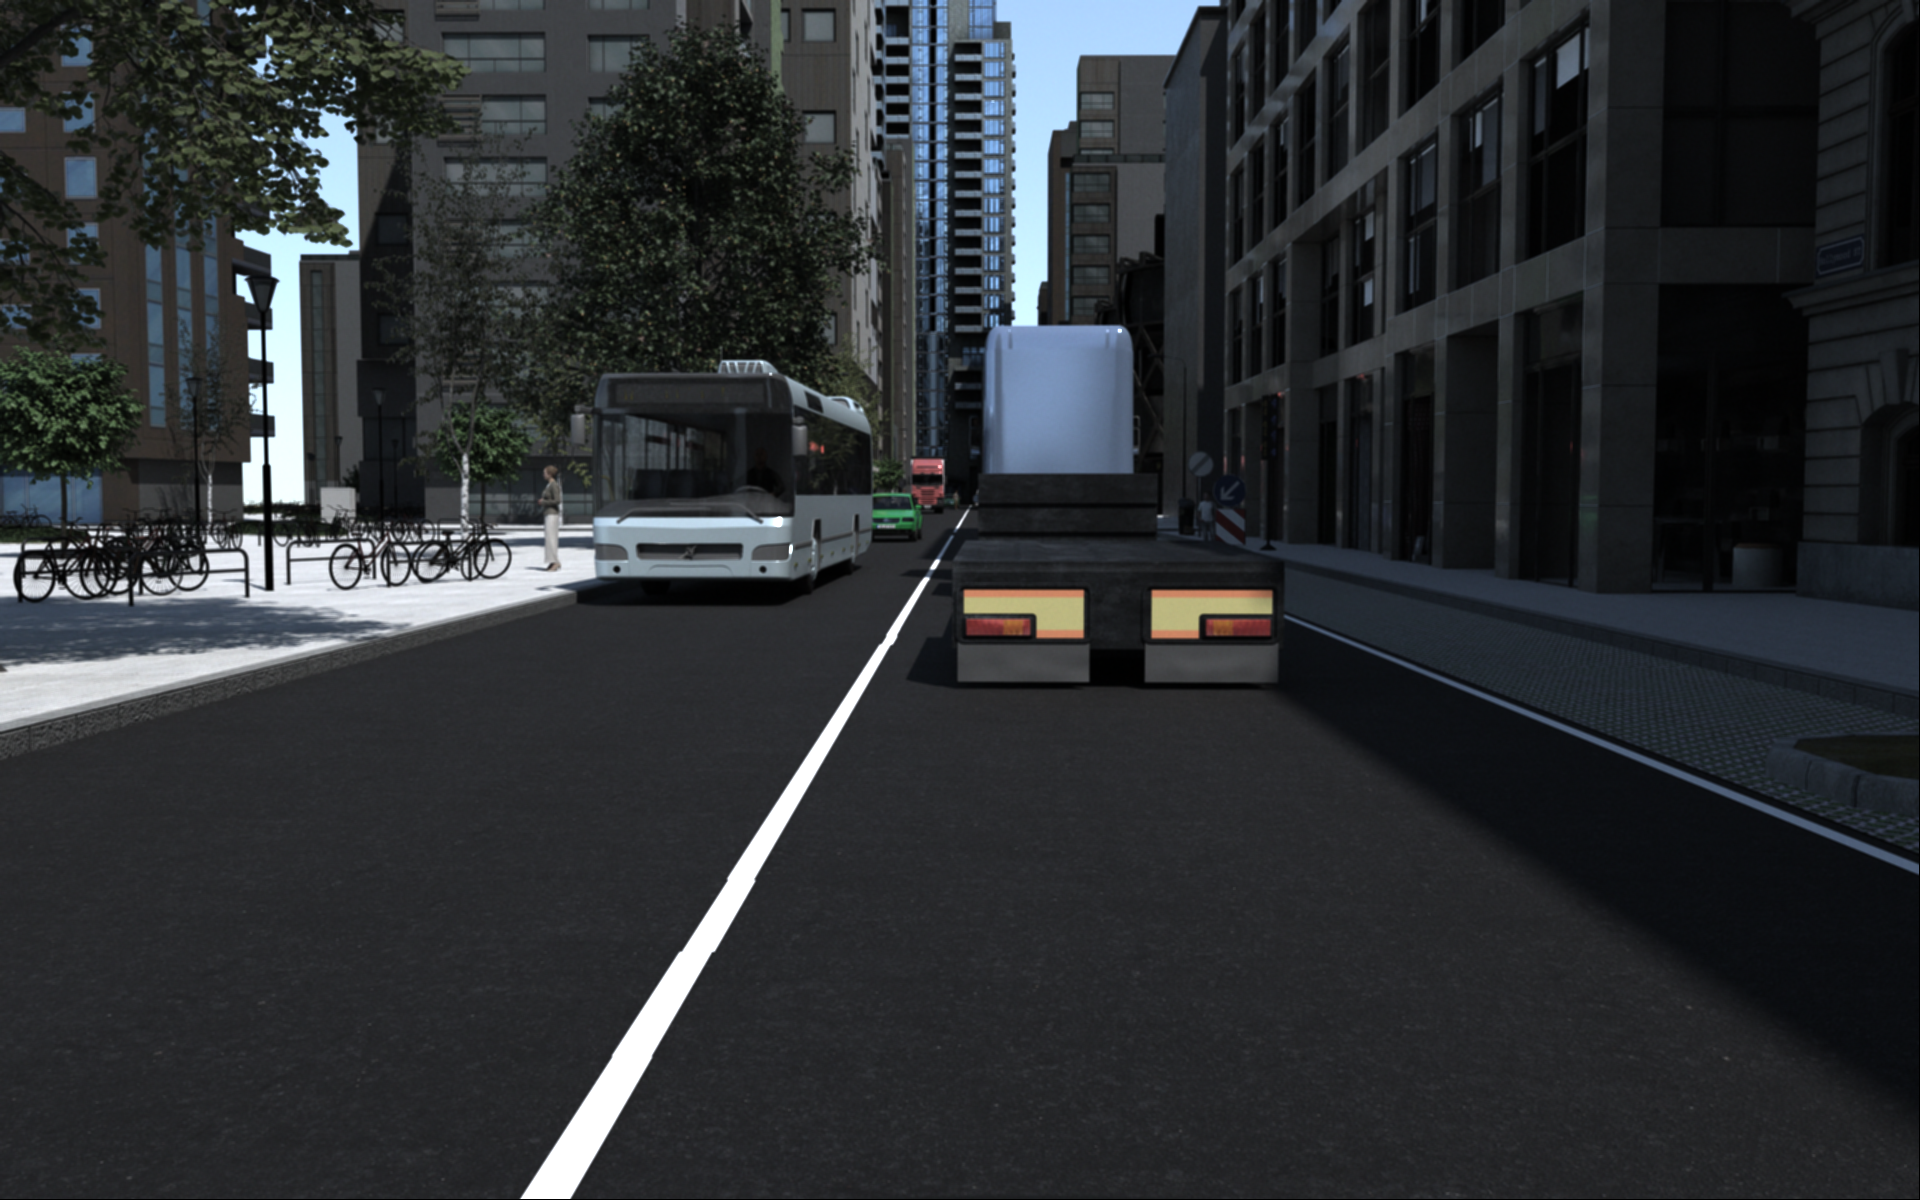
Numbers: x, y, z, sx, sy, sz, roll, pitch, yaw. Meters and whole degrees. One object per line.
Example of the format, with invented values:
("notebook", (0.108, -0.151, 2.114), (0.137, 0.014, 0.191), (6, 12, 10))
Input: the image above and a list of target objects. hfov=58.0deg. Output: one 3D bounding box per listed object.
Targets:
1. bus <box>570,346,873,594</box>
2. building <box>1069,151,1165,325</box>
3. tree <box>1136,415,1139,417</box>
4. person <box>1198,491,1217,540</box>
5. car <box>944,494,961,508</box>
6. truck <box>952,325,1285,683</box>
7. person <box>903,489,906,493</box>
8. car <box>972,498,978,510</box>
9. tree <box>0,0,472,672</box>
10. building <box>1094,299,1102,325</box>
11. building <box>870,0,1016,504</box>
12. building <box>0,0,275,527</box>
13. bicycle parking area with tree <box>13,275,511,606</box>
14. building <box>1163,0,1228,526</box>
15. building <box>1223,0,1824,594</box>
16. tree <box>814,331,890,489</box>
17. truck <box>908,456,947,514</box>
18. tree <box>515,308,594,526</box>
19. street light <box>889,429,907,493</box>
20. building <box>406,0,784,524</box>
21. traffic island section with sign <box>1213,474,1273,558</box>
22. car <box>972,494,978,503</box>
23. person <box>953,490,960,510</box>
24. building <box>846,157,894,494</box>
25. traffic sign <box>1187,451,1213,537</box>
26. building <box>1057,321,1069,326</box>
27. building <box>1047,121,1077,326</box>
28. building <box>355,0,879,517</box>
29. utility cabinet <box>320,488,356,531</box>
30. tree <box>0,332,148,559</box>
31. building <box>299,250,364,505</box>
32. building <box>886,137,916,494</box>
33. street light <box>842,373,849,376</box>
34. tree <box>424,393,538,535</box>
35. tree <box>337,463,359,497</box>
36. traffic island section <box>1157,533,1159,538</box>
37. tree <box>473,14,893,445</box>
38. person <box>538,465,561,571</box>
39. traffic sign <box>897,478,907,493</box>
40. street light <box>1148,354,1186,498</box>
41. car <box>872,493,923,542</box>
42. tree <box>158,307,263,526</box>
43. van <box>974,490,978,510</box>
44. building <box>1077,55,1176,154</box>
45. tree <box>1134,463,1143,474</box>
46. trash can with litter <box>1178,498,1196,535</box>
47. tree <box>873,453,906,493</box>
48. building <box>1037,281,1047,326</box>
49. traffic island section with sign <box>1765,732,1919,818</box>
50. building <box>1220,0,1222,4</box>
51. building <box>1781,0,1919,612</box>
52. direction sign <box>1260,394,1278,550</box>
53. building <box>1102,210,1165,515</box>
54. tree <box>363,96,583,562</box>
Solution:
("bus", (-3.224, -2.001, 27.575), (2.948, 3.499, 13.247), (0, 4, 2))
("building", (16.341, -23.135, 149.964), (14.160, 30.474, 14.107), (0, 4, 1))
("tree", (8.197, -9.067, 98.610), (4.737, 8.622, 4.395), (0, 3, 0))
("person", (5.846, -1.802, 40.557), (0.503, 1.515, 0.523), (-1, 4, -18))
("car", (-0.967, -10.107, 177.048), (2.131, 1.459, 4.920), (0, 4, 1))
("truck", (1.411, -1.965, 21.890), (2.967, 4.110, 18.799), (0, 4, 2))
("person", (-5.409, -9.614, 163.954), (0.721, 1.743, 1.217), (1, 4, 12))
("car", (2.132, -9.237, 160.805), (2.009, 1.686, 4.222), (0, 4, 1))
("tree", (-6.905, -5.719, 11.632), (7.486, 12.596, 7.792), (0, 3, 0))
("building", (18.640, -16.229, 132.802), (16.820, 18.784, 16.811), (0, 4, 1))
("building", (-5.598, -56.440, 235.459), (31.000, 86.520, 22.319), (0, 4, 1))
("building", (-39.250, -25.878, 73.209), (14.200, 45.320, 14.600), (0, 4, 1))
("bicycle parking area with tree", (-11.476, -2.261, 23.971), (8.231, 4.147, 9.016), (2, 4, 35))
("building", (24.316, -15.539, 73.123), (30.058, 24.678, 14.314), (0, 4, 1))
("building", (17.962, -14.301, 38.342), (19.350, 26.468, 34.151), (0, 4, 1))
("tree", (-5.548, -7.901, 79.538), (4.737, 8.622, 4.395), (0, 3, 0))
("truck", (-2.439, -8.627, 129.961), (2.839, 4.237, 11.283), (0, 4, -1))
("tree", (-15.823, -7.210, 68.241), (4.737, 8.622, 4.395), (0, 3, 0))
("street light", (-4.437, -9.202, 122.990), (1.470, 5.913, 1.316), (0, 4, 1))
("building", (-15.685, -24.107, 77.747), (14.154, 41.232, 14.086), (0, 4, 1))
("traffic island section with sign", (5.328, -1.650, 35.612), (1.989, 1.847, 2.006), (0, 4, 1))
("car", (1.416, -1.783, 37.817), (2.281, 1.827, 5.304), (0, 4, 0))
("person", (-0.316, -9.252, 159.780), (0.705, 1.824, 1.348), (2, 4, 27))
("building", (-13.012, -23.033, 148.288), (14.160, 30.474, 14.107), (0, 4, 1))
("traffic sign", (7.160, -3.154, 51.670), (0.768, 2.556, 0.104), (0, 4, 2))
("building", (23.807, -20.928, 187.210), (27.650, 21.520, 28.899), (0, 4, 1))
("building", (17.706, -34.156, 208.553), (14.600, 45.320, 14.200), (0, 4, 1))
("building", (-19.140, -31.617, 106.169), (28.713, 52.752, 27.495), (0, 4, 1))
("utility cabinet", (-21.255, -3.092, 59.236), (1.173, 1.500, 0.318), (1, 4, 16))
("tree", (-17.976, -3.112, 34.591), (4.285, 4.588, 4.351), (0, 3, 0))
("building", (-70.081, -26.764, 209.284), (14.107, 30.474, 14.160), (0, 4, 1))
("building", (-12.349, -31.189, 193.528), (14.154, 41.232, 14.086), (0, 4, 1))
("street light", (-4.938, -5.742, 66.425), (1.470, 5.913, 1.316), (0, 4, 1))
("tree", (-15.102, -4.343, 54.716), (4.285, 4.588, 4.351), (0, 3, 0))
("tree", (-36.300, -6.704, 104.206), (1.663, 3.219, 1.824), (0, 3, 0))
("traffic island section", (5.553, -2.193, 58.139), (2.009, 0.180, 2.903), (0, 4, 1))
("tree", (-6.405, -7.637, 41.868), (9.611, 12.733, 9.660), (0, 3, 0))
("person", (-6.874, -1.368, 28.961), (0.362, 1.759, 0.519), (-1, 4, -22))
("traffic sign", (-4.566, -8.352, 136.659), (0.768, 2.556, 0.104), (1, 4, 10))
("street light", (6.937, -5.208, 57.687), (1.470, 5.913, 1.316), (0, 4, 1))
("car", (-2.123, -2.729, 53.422), (1.959, 1.807, 4.718), (0, 4, 2))
("tree", (-29.770, -7.236, 68.678), (4.360, 8.622, 3.978), (0, 3, 0))
("van", (2.140, -9.150, 156.609), (2.013, 2.044, 4.112), (0, 4, 0))
("building", (17.991, -29.457, 165.215), (14.154, 41.232, 14.086), (0, 4, 1))
("tree", (9.062, -5.953, 91.938), (1.663, 3.219, 1.824), (0, 3, 0))
("trash can with litter", (7.179, -2.620, 54.220), (0.624, 1.170, 1.055), (0, 4, -4))
("tree", (-5.858, -9.509, 139.182), (4.285, 4.588, 4.351), (0, 3, 0))
("building", (17.511, -28.179, 232.424), (14.107, 30.474, 14.160), (0, 4, 1))
("traffic island section with sign", (5.050, 0.023, 8.249), (1.989, 1.847, 2.006), (0, 4, 1))
("building", (40.913, -46.848, 204.219), (20.611, 71.187, 20.563), (0, 4, 1))
("building", (15.472, -11.312, 4.030), (14.460, 24.649, 34.723), (0, 4, 1))
("direction sign", (7.051, -2.907, 39.523), (0.379, 3.537, 0.876), (-1, 4, -12))
("building", (18.188, -14.818, 109.731), (16.820, 18.784, 16.811), (0, 4, 1))
("tree", (-9.385, -5.053, 32.982), (4.360, 8.622, 3.978), (0, 3, 0))
